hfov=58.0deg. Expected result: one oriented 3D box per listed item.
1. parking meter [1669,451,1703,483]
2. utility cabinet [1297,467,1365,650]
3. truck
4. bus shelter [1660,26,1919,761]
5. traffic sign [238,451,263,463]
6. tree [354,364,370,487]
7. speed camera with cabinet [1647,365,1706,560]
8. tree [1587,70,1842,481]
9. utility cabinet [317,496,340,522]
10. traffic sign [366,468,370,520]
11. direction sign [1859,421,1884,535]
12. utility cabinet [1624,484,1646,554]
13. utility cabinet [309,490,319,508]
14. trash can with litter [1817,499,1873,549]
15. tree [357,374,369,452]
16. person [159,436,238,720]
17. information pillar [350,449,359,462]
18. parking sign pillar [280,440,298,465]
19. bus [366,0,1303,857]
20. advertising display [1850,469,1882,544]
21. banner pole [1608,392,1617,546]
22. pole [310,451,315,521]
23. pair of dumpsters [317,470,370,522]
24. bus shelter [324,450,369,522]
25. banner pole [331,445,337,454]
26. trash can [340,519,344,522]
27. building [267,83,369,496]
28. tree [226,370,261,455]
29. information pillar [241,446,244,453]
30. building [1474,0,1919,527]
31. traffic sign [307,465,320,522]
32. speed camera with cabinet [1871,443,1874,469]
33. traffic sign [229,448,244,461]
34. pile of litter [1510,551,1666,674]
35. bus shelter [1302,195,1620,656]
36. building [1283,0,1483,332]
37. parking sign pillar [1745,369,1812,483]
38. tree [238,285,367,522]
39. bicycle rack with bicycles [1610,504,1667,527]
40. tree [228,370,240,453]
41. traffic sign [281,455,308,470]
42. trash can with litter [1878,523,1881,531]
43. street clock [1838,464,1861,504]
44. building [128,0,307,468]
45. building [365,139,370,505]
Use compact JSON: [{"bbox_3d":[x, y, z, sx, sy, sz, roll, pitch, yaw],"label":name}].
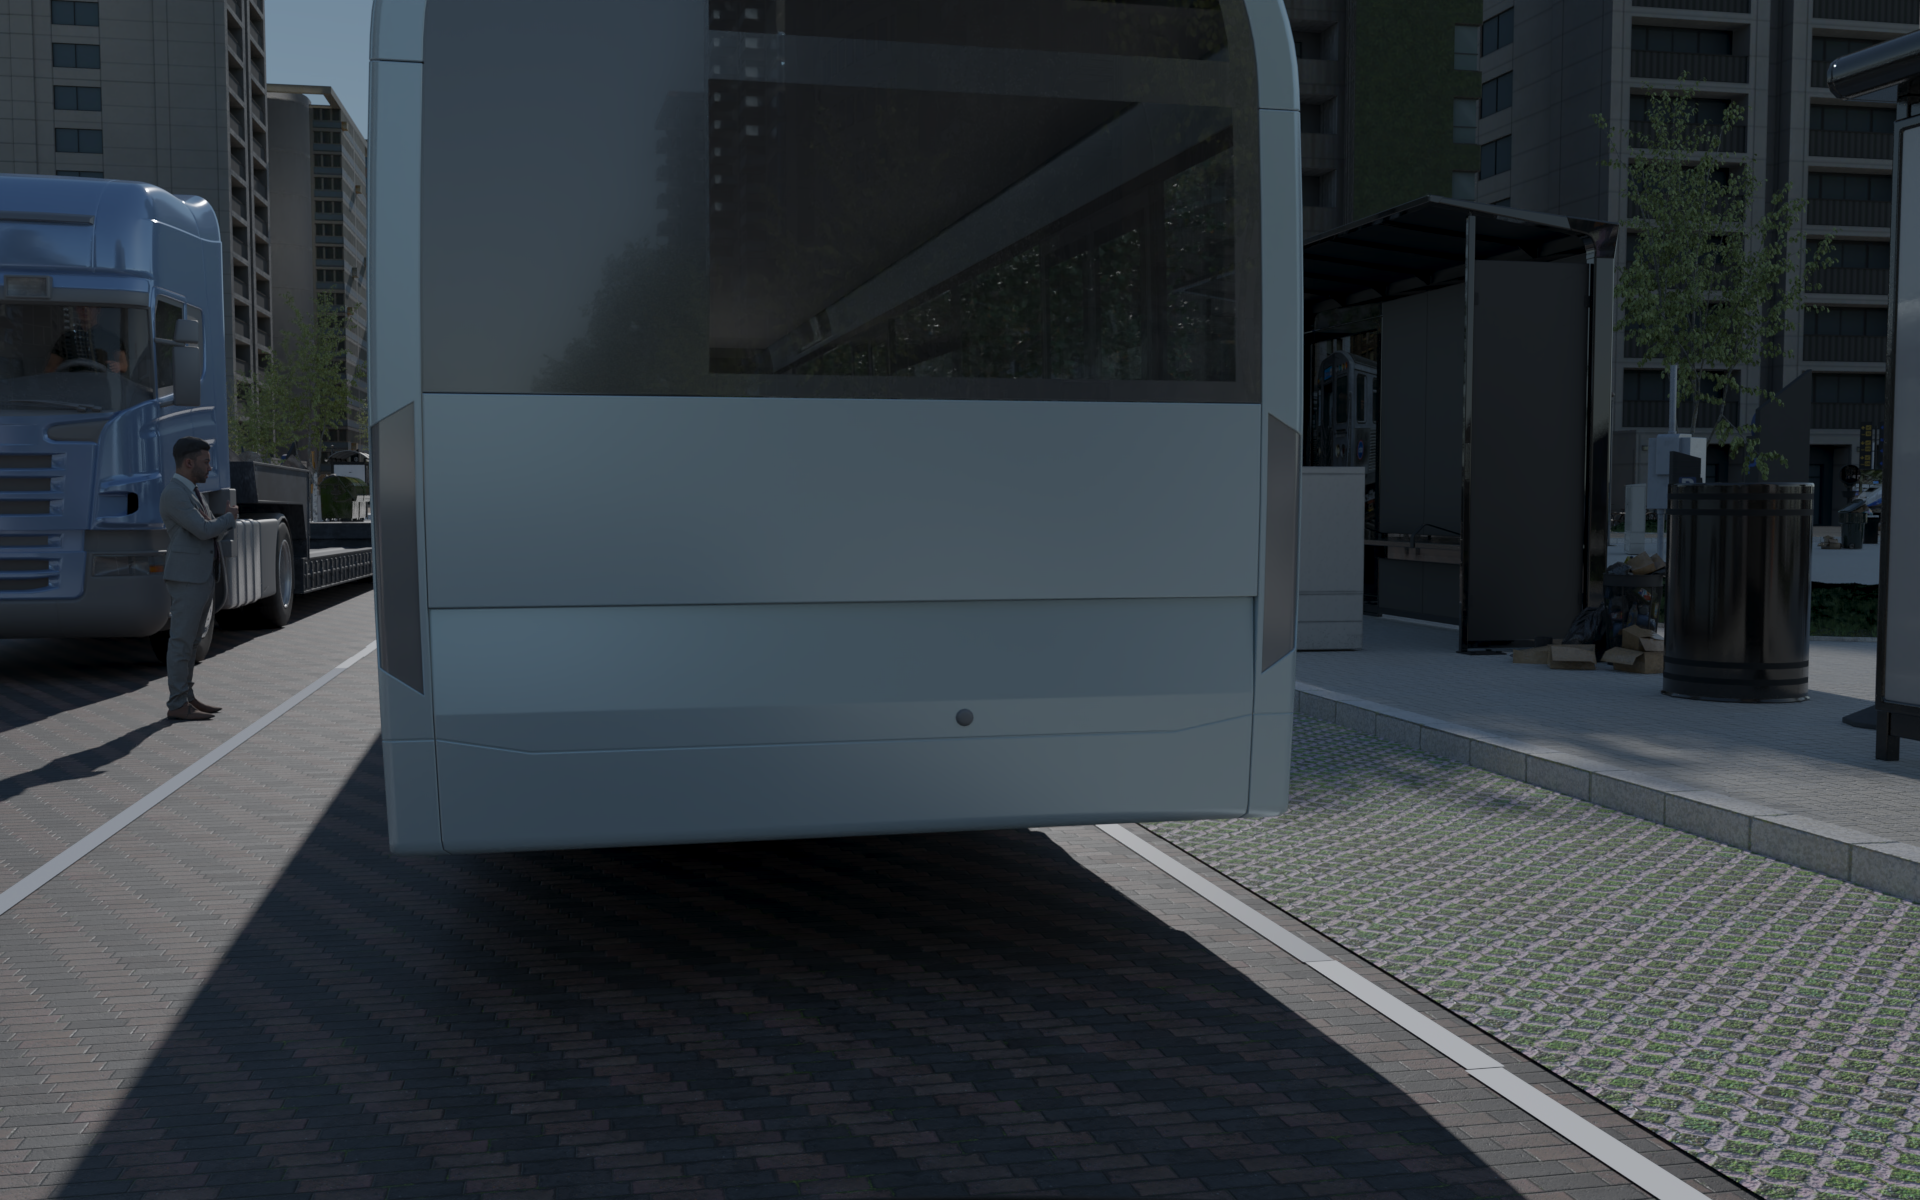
[{"bbox_3d":[9.858,-1.091,23.552,0.399,1.863,0.255,0,4,8],"label":"parking meter"},{"bbox_3d":[2.677,-0.333,14.131,1.173,1.500,0.318,-1,4,-9],"label":"utility cabinet"},{"bbox_3d":[-9.015,-1.923,21.202,2.967,4.110,18.799,-1,4,-12],"label":"truck"},{"bbox_3d":[5.509,-1.794,6.964,2.179,5.291,8.768,-1,4,-12],"label":"bus shelter"},{"bbox_3d":[-20.949,-3.116,51.057,0.768,2.556,0.104,-1,4,-12],"label":"traffic sign"},{"bbox_3d":[-30.450,-8.705,92.684,4.360,8.622,3.978,0,3,0],"label":"tree"},{"bbox_3d":[11.550,-1.954,26.287,0.660,3.252,2.038,-3,5,-42],"label":"speed camera with cabinet"},{"bbox_3d":[12.861,-4.894,30.378,4.737,8.622,4.395,0,3,0],"label":"tree"},{"bbox_3d":[-27.138,-3.860,74.266,0.306,1.237,1.020,3,5,42],"label":"utility cabinet"},{"bbox_3d":[-29.578,-5.283,86.383,0.884,2.594,0.081,0,4,-3],"label":"traffic sign"},{"bbox_3d":[28.521,-3.793,54.017,0.876,3.537,0.379,2,4,30],"label":"direction sign"},{"bbox_3d":[14.344,-1.722,36.840,0.318,1.500,1.173,1,4,16],"label":"utility cabinet"},{"bbox_3d":[-33.221,-4.856,88.066,1.173,1.500,0.318,-2,4,-31],"label":"utility cabinet"},{"bbox_3d":[20.528,-1.761,40.187,1.055,1.170,0.624,-1,4,-9],"label":"trash can with litter"},{"bbox_3d":[-34.318,-11.903,111.623,9.611,12.733,9.660,0,3,0],"label":"tree"},{"bbox_3d":[-4.873,-0.149,11.121,0.466,1.800,0.511,-2,4,-25],"label":"person"},{"bbox_3d":[-31.095,-5.973,89.017,0.183,3.616,0.504,3,5,42],"label":"information pillar"},{"bbox_3d":[-32.661,-5.866,84.377,1.447,3.967,1.447,0,4,-2],"label":"parking sign pillar"},{"bbox_3d":[-1.784,-0.994,11.111,2.948,3.499,13.247,-1,4,-13],"label":"bus"},{"bbox_3d":[23.389,-2.401,44.474,0.974,1.923,0.123,1,4,16],"label":"advertising display"},{"bbox_3d":[16.088,-3.230,42.831,0.401,3.779,0.863,1,4,23],"label":"banner pole"},{"bbox_3d":[-30.931,-5.443,82.830,0.158,3.312,0.155,0,3,0],"label":"pole"},{"bbox_3d":[-24.285,-4.021,68.230,1.574,2.255,4.437,-1,4,-12],"label":"pair of dumpsters"},{"bbox_3d":[-28.616,-5.388,82.016,2.014,3.302,5.546,-1,4,-12],"label":"bus shelter"},{"bbox_3d":[-31.988,-6.047,88.891,0.863,3.779,0.401,1,4,16],"label":"banner pole"},{"bbox_3d":[-27.310,-3.926,75.844,0.748,1.137,0.748,0,3,0],"label":"trash can"},{"bbox_3d":[-67.649,-28.640,160.145,23.993,40.220,32.217,-1,4,-12],"label":"building"},{"bbox_3d":[-44.225,-9.396,103.994,4.360,8.622,3.978,0,3,0],"label":"tree"},{"bbox_3d":[-34.846,-5.681,84.235,0.183,3.616,0.504,-2,4,-30],"label":"information pillar"},{"bbox_3d":[33.635,-38.998,75.875,20.611,71.187,20.563,-1,4,-12],"label":"building"},{"bbox_3d":[-25.737,-4.126,68.642,0.795,2.450,0.064,0,4,-8],"label":"traffic sign"},{"bbox_3d":[35.794,-4.426,66.706,2.038,3.252,0.660,1,4,12],"label":"speed camera with cabinet"},{"bbox_3d":[-15.323,-1.997,36.290,0.795,2.450,0.064,-1,4,-12],"label":"traffic sign"},{"bbox_3d":[4.856,0.071,12.798,1.176,0.858,1.719,-1,4,-19],"label":"pile of litter"},{"bbox_3d":[3.888,-1.564,16.851,1.731,3.624,6.357,-1,4,-12],"label":"bus shelter"},{"bbox_3d":[10.076,-17.999,65.992,14.107,30.474,14.160,-1,4,-12],"label":"building"},{"bbox_3d":[17.677,-2.996,37.462,1.447,3.967,1.447,-1,4,-15],"label":"parking sign pillar"},{"bbox_3d":[-22.864,-6.771,61.067,4.737,8.622,4.395,0,3,0],"label":"tree"},{"bbox_3d":[24.199,-2.975,62.018,2.852,0.926,2.925,-1,4,-10],"label":"bicycle rack with bicycles"},{"bbox_3d":[-39.467,-9.017,97.785,4.737,8.622,4.395,0,3,0],"label":"tree"},{"bbox_3d":[-16.983,-2.475,44.101,0.795,2.450,0.064,-1,4,-12],"label":"traffic sign"},{"bbox_3d":[32.179,-2.979,60.100,1.055,1.170,0.624,1,4,18],"label":"trash can with litter"},{"bbox_3d":[21.760,-2.315,42.416,0.471,2.002,0.358,1,4,17],"label":"street clock"},{"bbox_3d":[-58.139,-41.800,121.684,20.563,71.187,20.611,-1,4,-12],"label":"building"},{"bbox_3d":[-76.125,-34.332,215.952,28.867,44.769,22.147,-1,4,-12],"label":"building"}]
